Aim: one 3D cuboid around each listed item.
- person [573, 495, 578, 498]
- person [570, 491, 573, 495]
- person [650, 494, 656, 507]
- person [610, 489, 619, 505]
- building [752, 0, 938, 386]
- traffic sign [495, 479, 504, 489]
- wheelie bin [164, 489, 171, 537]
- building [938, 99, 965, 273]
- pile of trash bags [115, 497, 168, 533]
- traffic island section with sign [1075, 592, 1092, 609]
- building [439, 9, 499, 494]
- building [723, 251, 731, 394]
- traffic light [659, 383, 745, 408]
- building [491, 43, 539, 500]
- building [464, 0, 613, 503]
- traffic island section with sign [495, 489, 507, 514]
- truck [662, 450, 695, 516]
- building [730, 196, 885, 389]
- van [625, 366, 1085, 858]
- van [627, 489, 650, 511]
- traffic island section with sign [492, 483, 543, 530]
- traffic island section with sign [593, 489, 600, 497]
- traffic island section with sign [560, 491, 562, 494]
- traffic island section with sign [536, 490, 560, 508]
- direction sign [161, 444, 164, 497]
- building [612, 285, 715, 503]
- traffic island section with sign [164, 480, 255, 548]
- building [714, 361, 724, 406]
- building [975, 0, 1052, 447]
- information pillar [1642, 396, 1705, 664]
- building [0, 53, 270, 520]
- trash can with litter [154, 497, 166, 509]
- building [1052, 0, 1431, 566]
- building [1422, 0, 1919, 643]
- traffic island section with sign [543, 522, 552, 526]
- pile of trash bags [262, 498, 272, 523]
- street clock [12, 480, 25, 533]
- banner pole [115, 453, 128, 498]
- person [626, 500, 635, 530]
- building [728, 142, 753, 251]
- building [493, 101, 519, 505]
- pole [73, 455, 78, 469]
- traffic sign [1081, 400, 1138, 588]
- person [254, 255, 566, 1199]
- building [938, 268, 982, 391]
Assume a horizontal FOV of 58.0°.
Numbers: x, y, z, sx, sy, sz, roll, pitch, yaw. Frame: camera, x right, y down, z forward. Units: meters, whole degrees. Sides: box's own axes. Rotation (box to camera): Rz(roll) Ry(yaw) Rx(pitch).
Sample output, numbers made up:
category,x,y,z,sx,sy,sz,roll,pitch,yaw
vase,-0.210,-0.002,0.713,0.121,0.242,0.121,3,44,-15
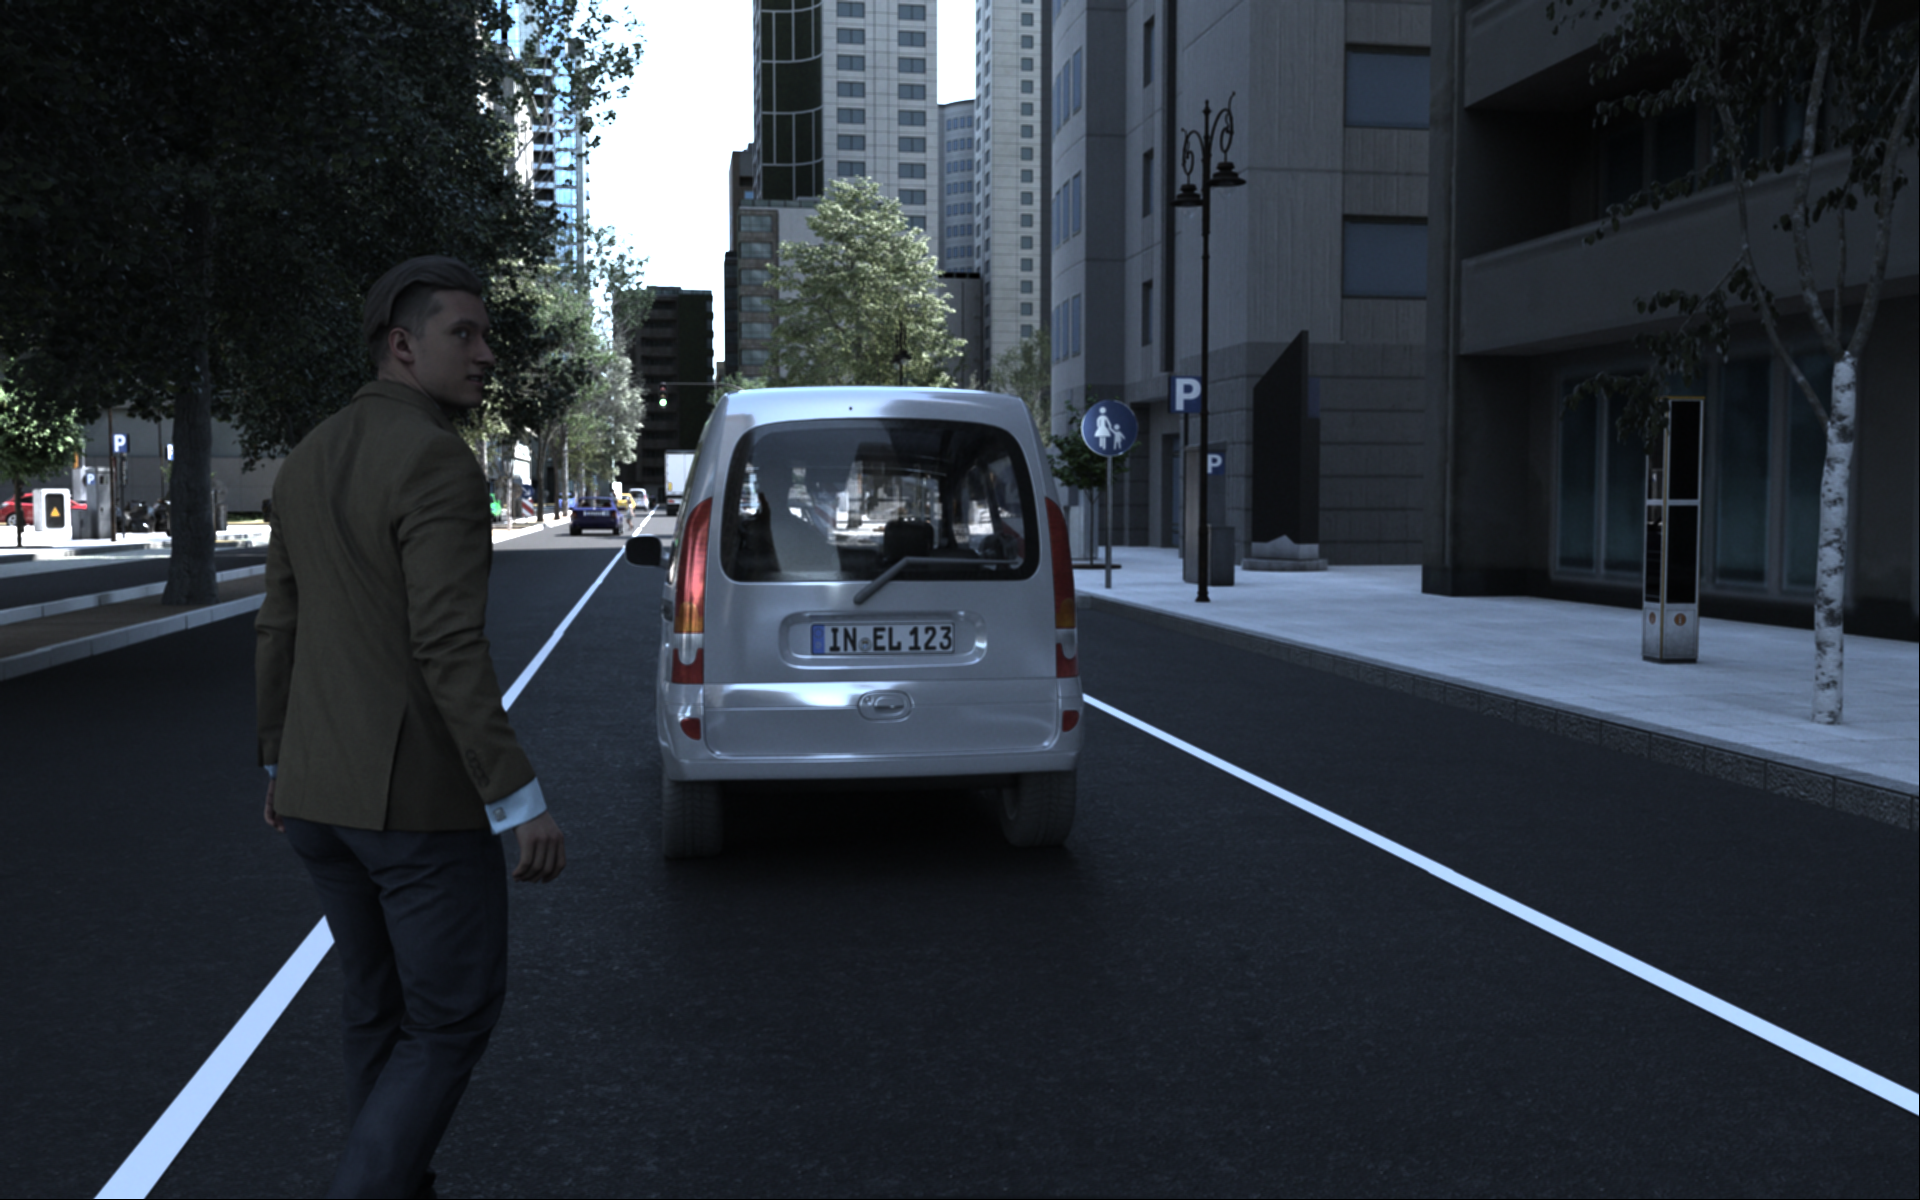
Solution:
category,x,y,z,sx,sy,sz,roll,pitch,yaw
person,-47.574,-12.588,214.303,0.705,1.826,1.348,1,4,16
person,-38.912,-10.020,173.011,0.721,1.739,1.217,-1,4,-17
person,-34.838,-11.285,196.245,0.697,1.427,0.421,1,4,11
person,-24.218,-6.887,121.197,0.616,1.811,0.778,1,4,14
building,-14.062,-45.952,189.568,20.563,71.187,20.611,-1,4,-10
traffic sign,-39.389,-9.047,148.023,0.768,2.556,0.104,0,4,-2
wheelie bin,-23.425,-2.699,52.034,0.980,1.594,0.693,1,4,18
building,8.854,-43.557,254.150,28.212,58.520,21.231,-1,4,-10
pile of trash bags,-26.889,-2.941,57.846,1.912,1.369,3.447,1,4,18
traffic island section with sign,0.518,-0.844,22.435,1.989,1.847,2.006,-1,4,-10
building,-49.793,-30.972,156.496,14.600,45.320,14.200,-1,4,-10
building,-21.287,-26.666,207.685,14.160,30.474,14.107,-1,4,-10
traffic light,-9.914,-5.897,71.089,4.771,5.953,1.251,-1,4,-10
building,-65.171,-37.805,207.347,27.495,52.752,28.713,-1,4,-10
building,-64.876,-56.830,241.846,31.000,86.520,22.319,-1,4,-10
traffic island section with sign,-33.920,-7.284,127.715,1.989,1.847,2.006,-1,4,-10
truck,-18.635,-7.825,116.851,2.839,4.237,11.283,-1,4,-10
building,-15.107,-24.516,172.536,14.160,30.474,14.107,-1,4,-10
van,-0.596,-0.078,8.280,2.013,2.044,4.112,-1,4,-9
van,-27.088,-8.479,145.650,2.013,2.044,4.112,0,4,-8
traffic island section with sign,-18.120,-3.796,70.203,2.006,1.907,1.989,-1,4,-10
traffic island section with sign,-31.906,-8.774,151.594,2.006,1.907,1.989,-1,4,-10
traffic island section with sign,-46.927,-11.979,204.490,1.989,1.847,2.006,-1,4,-10
traffic island section with sign,-42.293,-10.310,177.188,1.989,1.847,2.006,-1,4,-10
direction sign,-36.094,-5.285,78.403,0.379,3.537,0.876,-1,4,-22
building,-41.566,-28.829,243.050,14.107,30.474,14.160,-1,4,-10
traffic island section with sign,-20.226,-2.336,46.821,1.989,1.847,2.006,-1,4,-10
building,-21.212,-25.027,254.226,28.899,21.520,27.650,-1,4,-10
building,12.276,-48.095,224.598,20.611,71.187,20.563,-1,4,-10
information pillar,5.418,-0.531,13.167,0.304,2.012,0.304,0,4,-6
building,-46.122,-30.987,95.876,28.713,52.752,27.495,-1,4,-10
trash can with litter,-28.219,-3.089,61.890,0.624,1.170,1.055,1,4,13
building,13.063,-30.736,44.530,21.231,58.520,28.212,-1,4,-10
building,18.233,-23.773,12.395,21.300,48.544,21.600,-1,4,-10
traffic island section with sign,-19.348,-4.243,77.508,2.006,1.907,1.989,-1,4,-10
pile of trash bags,-30.833,-4.239,79.058,1.912,1.369,3.447,-1,4,-20
street clock,-31.008,-3.214,57.116,0.471,2.002,0.358,3,4,38
banner pole,-37.640,-5.362,77.681,0.863,3.779,0.401,1,4,21
person,-12.971,-3.353,68.337,0.382,1.210,0.505,-1,4,-22
building,-22.304,-34.942,221.414,14.600,45.320,14.200,-1,4,-10
building,-58.512,-34.145,177.873,23.786,49.044,30.456,-1,4,-10
pole,-38.064,-4.939,74.597,0.158,3.312,0.155,0,3,0
traffic sign,2.018,-1.430,23.492,0.768,2.556,0.104,0,4,-3
person,-0.944,0.336,2.922,0.656,1.842,0.836,1,4,8
building,-5.215,-27.735,225.168,14.107,30.474,14.160,-1,4,-10
